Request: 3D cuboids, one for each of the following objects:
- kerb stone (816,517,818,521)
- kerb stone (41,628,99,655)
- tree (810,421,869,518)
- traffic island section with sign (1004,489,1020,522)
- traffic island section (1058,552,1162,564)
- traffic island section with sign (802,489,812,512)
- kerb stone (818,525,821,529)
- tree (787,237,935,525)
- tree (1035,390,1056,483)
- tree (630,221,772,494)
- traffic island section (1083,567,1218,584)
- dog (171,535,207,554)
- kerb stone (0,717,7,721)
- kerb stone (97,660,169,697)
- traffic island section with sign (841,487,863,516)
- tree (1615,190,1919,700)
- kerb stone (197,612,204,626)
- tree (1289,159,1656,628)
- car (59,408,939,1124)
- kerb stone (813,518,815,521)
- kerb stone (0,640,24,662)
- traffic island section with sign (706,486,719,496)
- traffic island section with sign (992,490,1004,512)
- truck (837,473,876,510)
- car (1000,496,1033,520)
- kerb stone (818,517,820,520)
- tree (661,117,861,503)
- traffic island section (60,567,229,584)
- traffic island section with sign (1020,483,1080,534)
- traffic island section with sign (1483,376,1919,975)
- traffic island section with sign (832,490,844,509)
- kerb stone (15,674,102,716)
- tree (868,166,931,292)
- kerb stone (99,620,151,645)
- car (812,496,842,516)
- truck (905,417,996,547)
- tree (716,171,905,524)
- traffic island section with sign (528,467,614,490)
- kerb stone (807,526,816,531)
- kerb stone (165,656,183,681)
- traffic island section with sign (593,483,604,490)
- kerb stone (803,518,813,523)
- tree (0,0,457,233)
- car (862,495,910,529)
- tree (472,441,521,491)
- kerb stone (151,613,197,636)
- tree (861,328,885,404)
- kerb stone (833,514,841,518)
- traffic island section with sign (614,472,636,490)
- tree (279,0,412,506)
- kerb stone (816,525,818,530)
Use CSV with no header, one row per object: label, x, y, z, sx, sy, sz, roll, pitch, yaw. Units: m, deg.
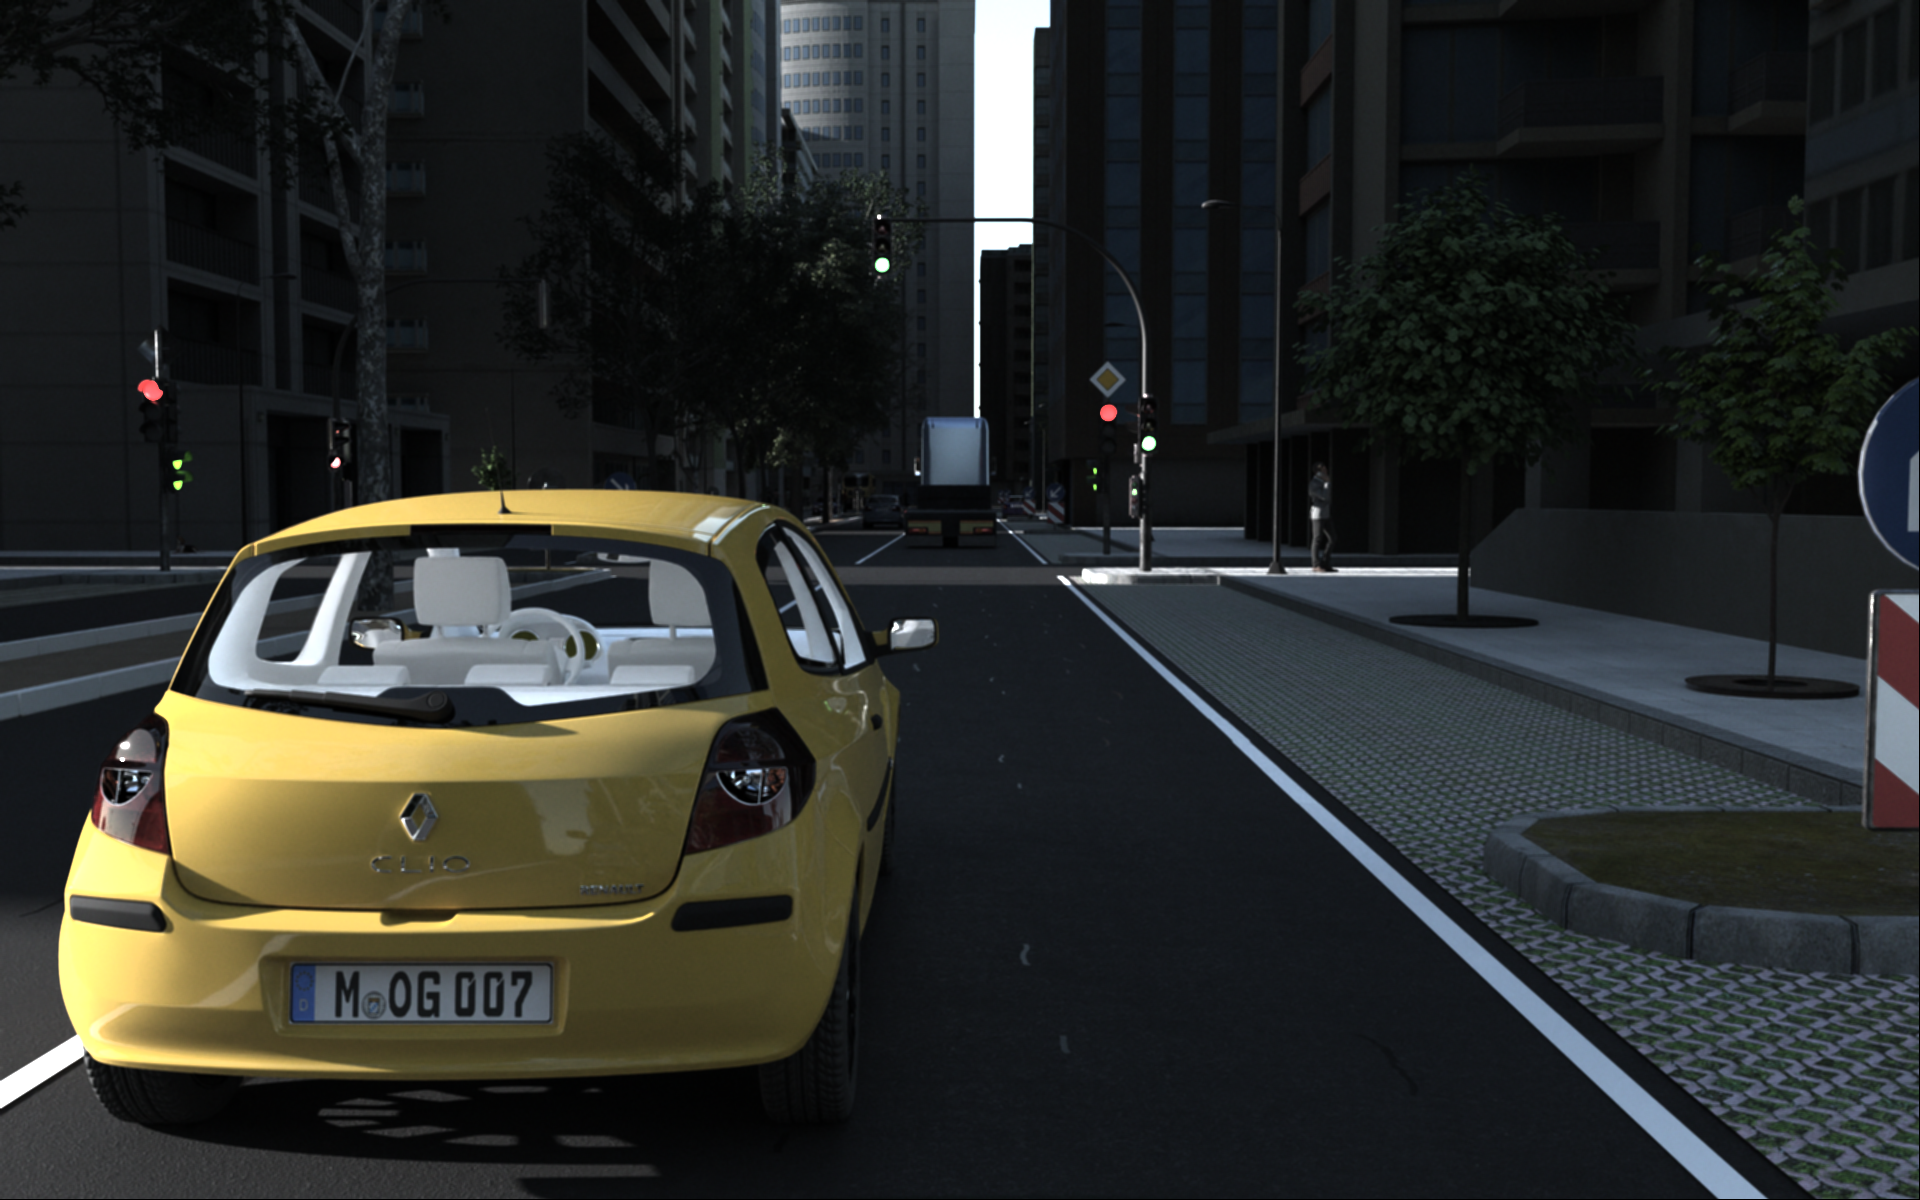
kerb stone,-7.792,-4.277,92.149,0.120,0.150,1.000,0,4,0
kerb stone,-8.192,0.391,15.806,0.120,0.150,1.000,0,4,0
tree,-7.156,-9.127,102.053,4.360,8.622,3.978,0,3,0
traffic island section with sign,3.417,-4.913,88.950,1.989,1.847,2.006,0,4,0
traffic island section,3.133,-0.884,36.738,2.009,0.180,2.903,0,4,0
traffic island section with sign,-12.343,-8.002,139.463,1.989,1.847,2.006,0,4,0
kerb stone,-5.804,-2.901,69.622,0.120,0.150,1.000,0,4,0
tree,-6.261,-10.261,80.599,12.009,13.543,11.850,0,3,0
tree,6.832,-10.129,115.975,4.737,8.622,4.395,0,3,0
tree,-7.094,-5.716,46.279,4.360,8.622,3.978,0,3,0
traffic island section,3.091,-0.396,28.753,2.009,0.180,2.903,0,4,0
dog,-16.674,-1.206,37.451,0.748,0.427,0.550,-2,4,-25
kerb stone,-6.118,0.707,10.638,0.120,0.150,1.000,0,4,0
kerb stone,-6.107,0.581,12.691,0.120,0.150,1.000,0,4,0
traffic island section with sign,-6.629,-6.327,111.590,2.006,1.907,1.989,0,4,0
tree,5.316,-1.008,11.085,1.663,3.219,1.824,0,3,0
kerb stone,-8.175,0.203,18.887,0.120,0.150,1.000,0,4,0
tree,5.057,-2.040,17.066,4.285,4.588,4.351,0,3,0
car,-1.079,0.297,5.370,2.015,1.641,3.980,0,3,0
kerb stone,-7.800,-4.153,90.094,0.120,0.150,1.000,0,4,0
kerb stone,-8.197,0.453,14.784,0.120,0.150,1.000,0,4,0
traffic island section with sign,-12.617,-4.878,88.386,1.989,1.847,2.006,0,4,0
traffic island section with sign,3.820,-9.614,165.816,1.989,1.847,2.006,0,4,0
truck,-9.360,-10.057,160.361,3.469,3.379,9.791,0,3,0
car,3.252,-5.239,98.241,1.945,1.354,3.894,0,4,2
kerb stone,-7.777,-4.335,93.180,0.120,0.150,1.000,0,4,0
tree,-6.996,-6.317,40.150,8.767,10.594,7.601,0,4,0
traffic island section,-13.250,-0.401,28.844,2.009,0.180,2.903,0,4,0
traffic island section with sign,3.278,-3.264,61.995,1.989,1.847,2.006,0,4,0
traffic island section with sign,2.970,0.157,6.065,1.989,1.847,2.006,0,4,0
traffic island section with sign,-12.182,-9.703,167.274,1.989,1.847,2.006,0,4,0
kerb stone,-6.107,0.644,11.664,0.120,0.150,1.000,0,4,0
tree,-8.252,-14.360,93.137,12.611,20.169,13.585,0,3,0
kerb stone,-8.185,0.329,16.828,0.120,0.150,1.000,0,4,0
car,-8.880,-6.309,115.732,1.945,1.354,3.894,0,4,2
truck,-0.204,-3.988,54.960,2.967,4.110,18.799,0,4,0
tree,-6.611,-9.796,69.271,9.857,13.997,8.962,0,3,0
traffic island section with sign,-7.066,-1.279,29.046,2.006,1.907,1.989,0,4,0
kerb stone,-5.822,-2.775,67.567,0.120,0.150,1.000,0,4,0
kerb stone,-6.103,0.520,13.713,0.120,0.150,1.000,0,4,0
traffic island section with sign,-12.750,-3.230,61.431,1.989,1.847,2.006,0,4,0
kerb stone,-7.818,-4.090,89.071,0.120,0.150,1.000,0,4,0
tree,-7.096,-4.572,11.623,8.767,10.594,7.601,0,4,0
car,-3.130,-3.721,72.838,2.014,1.417,4.499,0,4,1
tree,-16.813,-4.198,63.242,1.663,3.219,1.824,0,3,0
kerb stone,-8.180,0.267,17.853,0.120,0.150,1.000,0,4,0
tree,-6.510,-7.069,52.455,8.767,10.594,7.601,0,4,0
kerb stone,-7.700,-5.282,108.601,0.120,0.150,1.000,0,4,0
traffic island section with sign,-7.018,-1.732,36.453,2.006,1.907,1.989,0,4,0
tree,-8.383,-9.980,21.524,12.611,20.169,13.585,0,3,0
kerb stone,-5.817,-2.838,68.589,0.120,0.150,1.000,0,4,0
